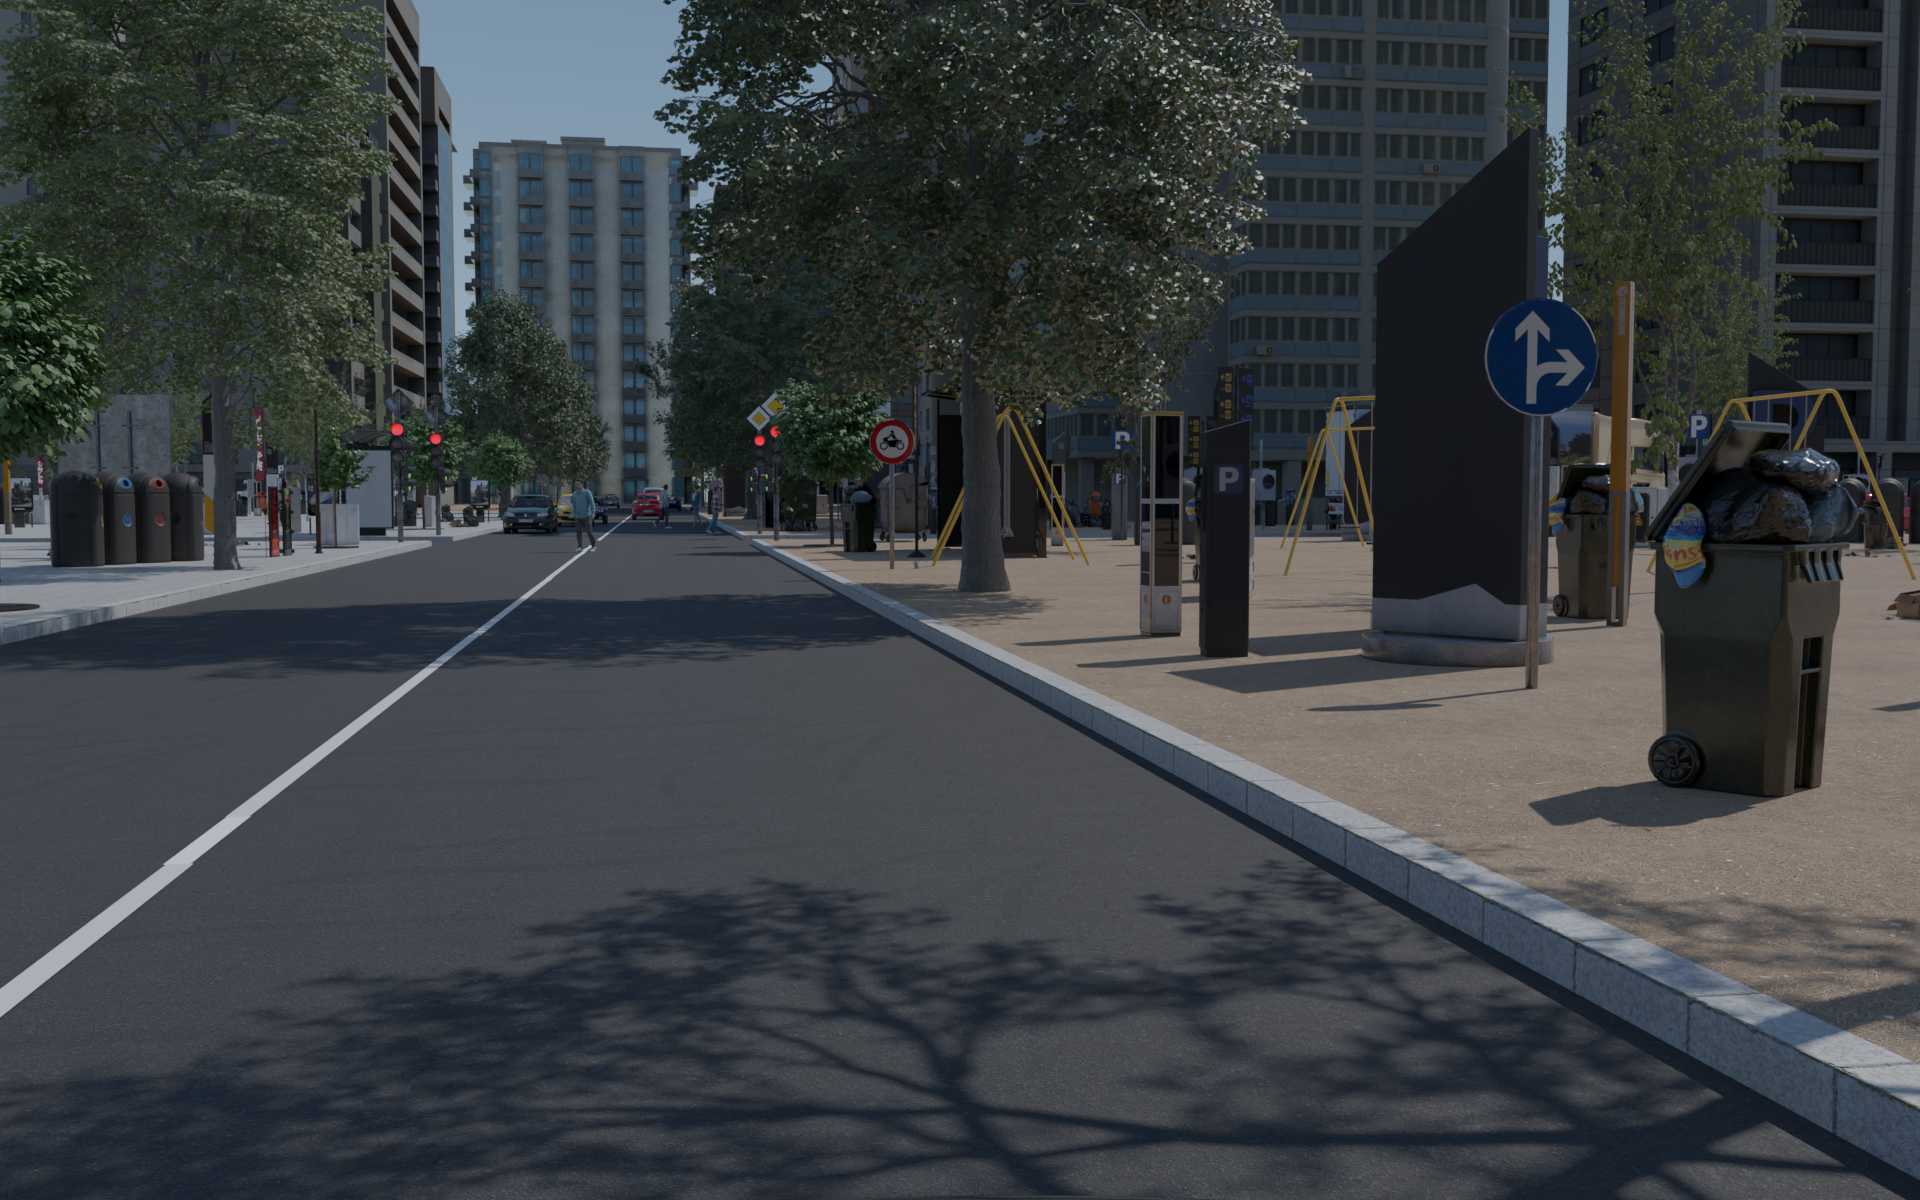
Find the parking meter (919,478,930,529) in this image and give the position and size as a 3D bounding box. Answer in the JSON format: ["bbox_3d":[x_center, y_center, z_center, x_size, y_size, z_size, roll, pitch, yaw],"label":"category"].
[{"bbox_3d":[-1.320,-3.514,63.169,0.399,1.863,0.255,1,4,16],"label":"parking meter"}]

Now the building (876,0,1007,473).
[{"bbox_3d":[-0.205,-28.261,145.660,14.154,41.232,14.086,-1,4,-10],"label":"building"}]

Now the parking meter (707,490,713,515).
[{"bbox_3d":[-15.528,-6.078,107.782,0.372,1.533,0.369,0,3,0],"label":"parking meter"}]

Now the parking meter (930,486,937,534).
[{"bbox_3d":[-0.780,-2.884,55.565,0.372,1.533,0.369,0,3,0],"label":"parking meter"}]

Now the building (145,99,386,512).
[{"bbox_3d":[-51.939,-21.971,130.928,14.160,30.474,14.107,-1,4,-10],"label":"building"}]

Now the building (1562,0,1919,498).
[{"bbox_3d":[46.068,-39.795,88.898,20.611,71.187,20.563,-1,4,-10],"label":"building"}]

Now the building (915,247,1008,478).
[{"bbox_3d":[12.622,-16.854,120.598,27.650,21.520,28.899,-1,4,-10],"label":"building"}]

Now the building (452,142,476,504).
[{"bbox_3d":[-80.212,-39.260,231.137,27.495,52.752,28.713,-1,4,-10],"label":"building"}]

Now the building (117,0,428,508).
[{"bbox_3d":[-58.227,-32.049,147.703,21.300,48.544,21.600,-1,4,-10],"label":"building"}]

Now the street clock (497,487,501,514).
[{"bbox_3d":[-27.915,-6.161,105.296,0.358,2.002,0.471,2,4,31],"label":"street clock"}]

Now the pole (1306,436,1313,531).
[{"bbox_3d":[12.304,-4.101,60.889,0.158,3.312,0.155,0,3,0],"label":"pole"}]

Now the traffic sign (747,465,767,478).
[{"bbox_3d":[-6.721,-3.558,58.185,0.884,2.594,0.081,0,4,-3],"label":"traffic sign"}]

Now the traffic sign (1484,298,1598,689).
[{"bbox_3d":[3.775,-0.688,11.361,0.768,2.556,0.104,0,4,-7],"label":"traffic sign"}]

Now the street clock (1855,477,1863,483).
[{"bbox_3d":[37.669,-4.175,72.835,0.471,2.002,0.358,0,4,-6],"label":"street clock"}]

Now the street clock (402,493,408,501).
[{"bbox_3d":[-24.938,-4.490,77.976,0.471,2.002,0.358,2,4,34],"label":"street clock"}]

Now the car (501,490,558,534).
[{"bbox_3d":[-15.812,-3.305,63.818,2.009,1.686,4.222,-1,4,-8],"label":"car"}]

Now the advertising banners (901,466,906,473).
[{"bbox_3d":[-3.082,-6.974,110.217,0.090,3.025,2.074,3,4,36],"label":"advertising banners"}]

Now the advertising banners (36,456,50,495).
[{"bbox_3d":[-41.840,-5.121,79.909,0.090,3.025,2.074,1,4,14],"label":"advertising banners"}]

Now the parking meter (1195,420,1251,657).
[{"bbox_3d":[2.073,-0.487,13.675,0.399,1.863,0.255,0,4,-4],"label":"parking meter"}]

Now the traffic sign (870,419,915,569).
[{"bbox_3d":[-1.161,-1.801,29.560,0.768,2.556,0.104,0,4,-6],"label":"traffic sign"}]

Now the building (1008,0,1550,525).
[{"bbox_3d":[15.725,-24.196,87.482,23.993,40.220,32.217,-1,4,-10],"label":"building"}]

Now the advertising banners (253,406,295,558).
[{"bbox_3d":[-13.968,-2.388,35.237,0.090,3.025,2.074,0,4,-2],"label":"advertising banners"}]

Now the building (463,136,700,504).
[{"bbox_3d":[-50.827,-37.635,234.942,30.456,49.044,23.786,-1,4,-10],"label":"building"}]

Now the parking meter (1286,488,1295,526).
[{"bbox_3d":[13.497,-3.812,70.741,0.372,1.533,0.369,0,3,0],"label":"parking meter"}]

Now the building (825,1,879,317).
[{"bbox_3d":[1.319,-36.225,181.512,28.713,52.752,27.495,-1,4,-10],"label":"building"}]

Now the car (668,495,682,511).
[{"bbox_3d":[-24.118,-8.064,144.422,1.945,1.354,3.894,-1,4,-10],"label":"car"}]

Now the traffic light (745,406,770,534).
[{"bbox_3d":[-6.446,-4.071,55.487,0.839,4.253,0.868,-1,4,-10],"label":"traffic light"}]

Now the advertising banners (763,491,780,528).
[{"bbox_3d":[-6.572,-4.278,66.127,2.074,3.025,0.090,-2,4,-31],"label":"advertising banners"}]

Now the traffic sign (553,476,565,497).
[{"bbox_3d":[-28.635,-7.562,123.649,0.884,2.594,0.081,0,4,-4],"label":"traffic sign"}]

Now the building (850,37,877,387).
[{"bbox_3d":[-2.422,-31.184,159.971,14.600,45.320,14.200,-1,4,-10],"label":"building"}]

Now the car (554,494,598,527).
[{"bbox_3d":[-17.149,-4.094,77.160,2.015,1.641,3.980,-1,4,-12],"label":"car"}]

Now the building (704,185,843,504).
[{"bbox_3d":[-20.977,-35.716,238.585,28.867,44.769,22.147,-1,4,-10],"label":"building"}]

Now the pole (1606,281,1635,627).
[{"bbox_3d":[6.386,-1.400,16.740,0.158,3.312,0.155,0,3,0],"label":"pole"}]

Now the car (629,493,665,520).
[{"bbox_3d":[-17.360,-5.346,96.443,2.155,1.783,4.494,-1,4,-10],"label":"car"}]

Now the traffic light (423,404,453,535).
[{"bbox_3d":[-16.209,-3.967,53.780,0.839,4.253,0.868,-1,4,-10],"label":"traffic light"}]

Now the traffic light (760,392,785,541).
[{"bbox_3d":[-5.078,-3.590,47.619,0.839,4.253,0.868,-1,4,-10],"label":"traffic light"}]

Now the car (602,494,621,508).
[{"bbox_3d":[-35.355,-9.992,175.167,2.131,1.459,4.920,-1,4,-10],"label":"car"}]

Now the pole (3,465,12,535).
[{"bbox_3d":[-30.180,-3.731,54.845,0.158,3.312,0.155,0,3,0],"label":"pole"}]

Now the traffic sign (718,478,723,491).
[{"bbox_3d":[-15.178,-6.639,110.684,0.606,2.300,0.079,0,4,-5],"label":"traffic sign"}]

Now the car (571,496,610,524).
[{"bbox_3d":[-17.941,-4.363,83.923,1.945,1.354,3.894,-1,4,-11],"label":"car"}]

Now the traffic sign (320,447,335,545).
[{"bbox_3d":[-15.191,-2.563,42.016,0.768,2.556,0.104,0,4,-5],"label":"traffic sign"}]

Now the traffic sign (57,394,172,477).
[{"bbox_3d":[-17.259,-2.537,35.347,2.265,3.308,0.079,0,4,-2],"label":"traffic sign"}]

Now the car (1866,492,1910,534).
[{"bbox_3d":[30.772,-2.967,57.543,4.494,1.783,2.155,-1,4,-12],"label":"car"}]

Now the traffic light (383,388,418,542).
[{"bbox_3d":[-14.841,-3.486,45.912,0.839,4.253,0.868,-1,4,-10],"label":"traffic light"}]

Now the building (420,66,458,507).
[{"bbox_3d":[-60.029,-32.274,177.789,14.200,45.320,14.600,-1,4,-10],"label":"building"}]

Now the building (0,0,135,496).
[{"bbox_3d":[-94.291,-38.278,167.845,28.212,58.520,21.231,-1,4,-10],"label":"building"}]
